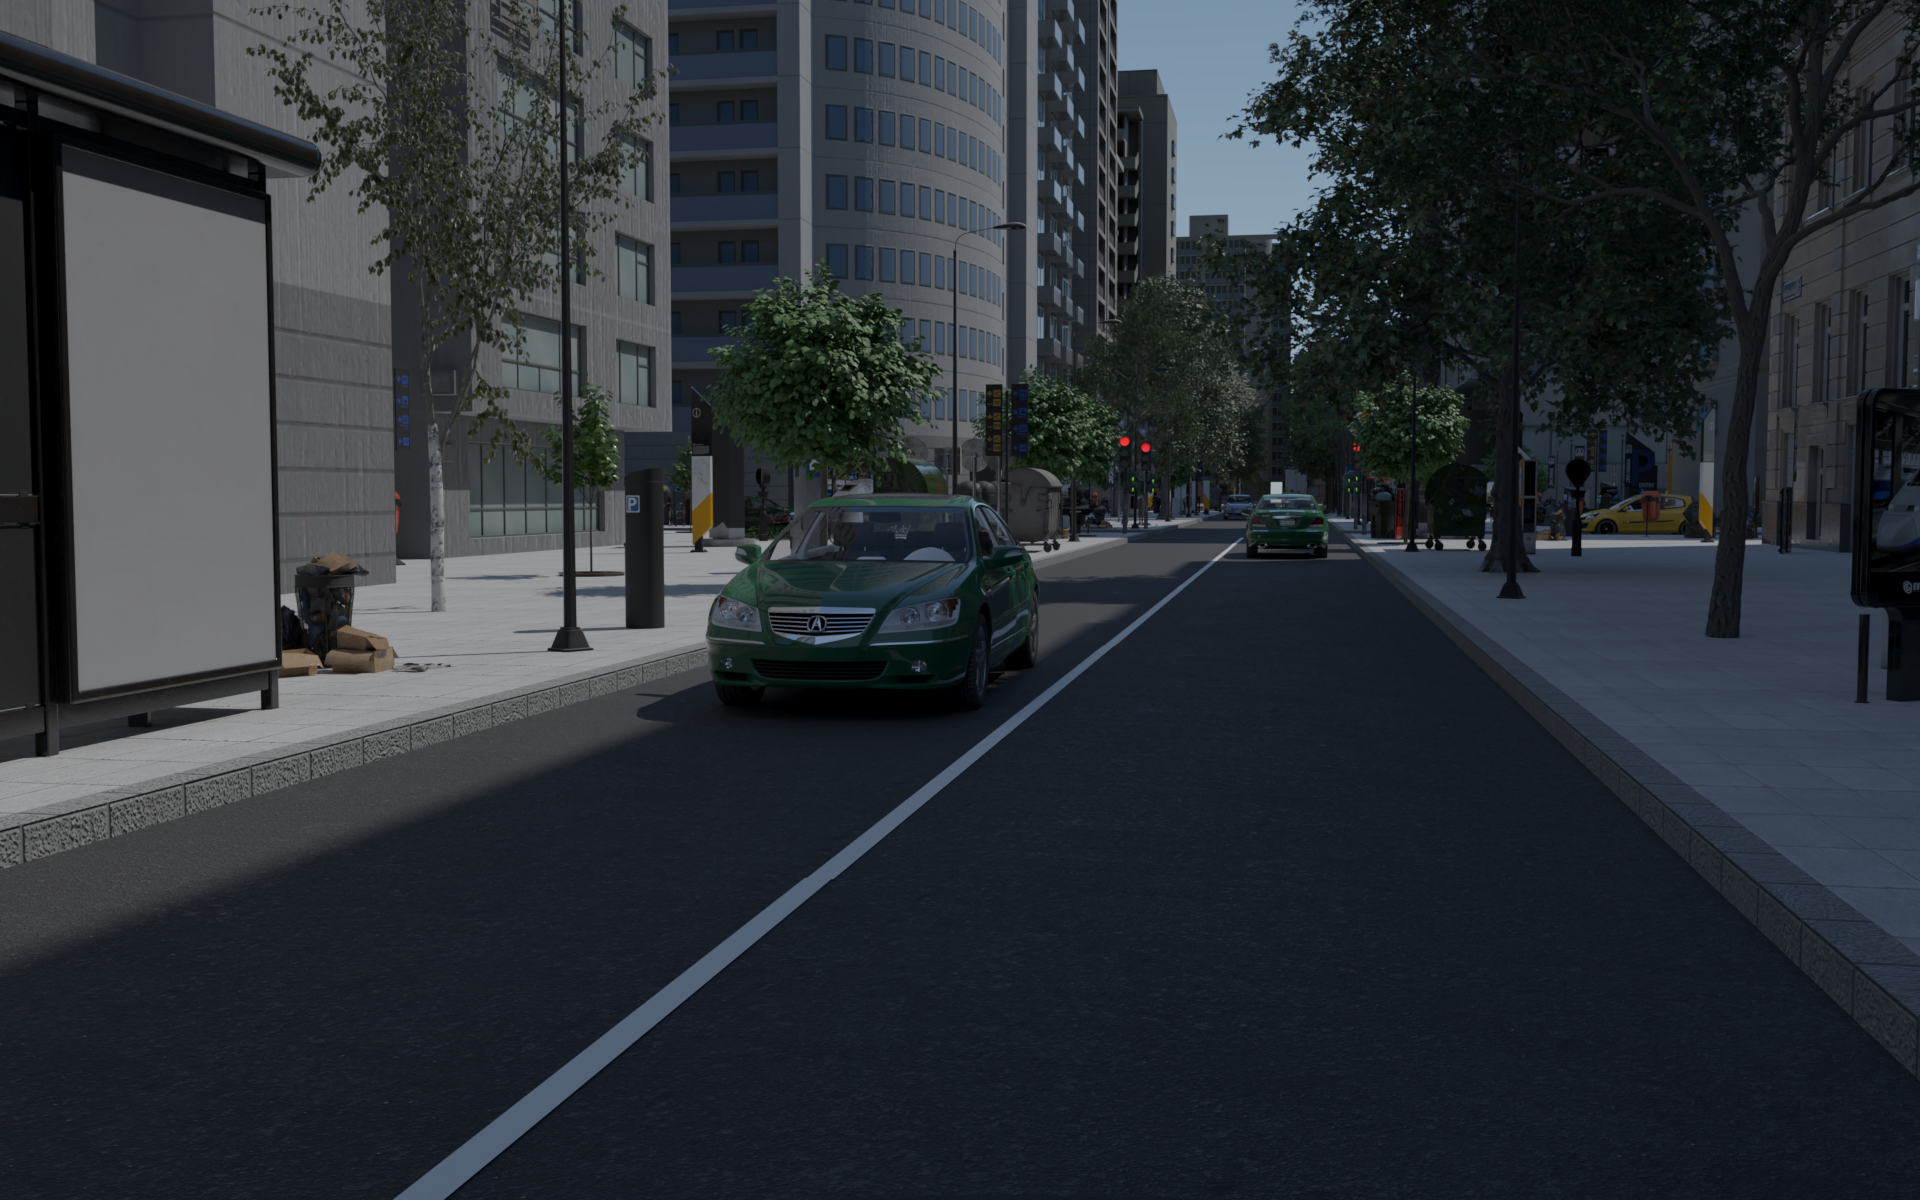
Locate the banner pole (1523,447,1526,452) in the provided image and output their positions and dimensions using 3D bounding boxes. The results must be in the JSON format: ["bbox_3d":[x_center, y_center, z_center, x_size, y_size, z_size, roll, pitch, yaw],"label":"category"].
[{"bbox_3d":[30.069,-6.263,92.424,0.401,3.779,0.863,2,4,25],"label":"banner pole"}]

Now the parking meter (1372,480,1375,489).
[{"bbox_3d":[17.066,-3.983,70.833,0.399,1.863,0.255,-3,5,-42],"label":"parking meter"}]

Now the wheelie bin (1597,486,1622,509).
[{"bbox_3d":[25.607,-3.689,68.223,0.980,1.594,0.693,0,4,-8],"label":"wheelie bin"}]

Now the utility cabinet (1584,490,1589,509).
[{"bbox_3d":[36.674,-5.689,101.692,0.318,1.500,1.173,1,4,11],"label":"utility cabinet"}]

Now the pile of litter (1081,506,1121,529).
[{"bbox_3d":[5.122,-3.056,63.929,1.719,0.858,1.176,3,4,36],"label":"pile of litter"}]

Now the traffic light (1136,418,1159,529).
[{"bbox_3d":[6.872,-4.576,63.740,0.839,4.253,0.868,1,4,11],"label":"traffic light"}]

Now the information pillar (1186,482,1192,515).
[{"bbox_3d":[13.809,-6.120,104.555,0.304,2.012,0.304,1,4,23],"label":"information pillar"}]

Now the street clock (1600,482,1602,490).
[{"bbox_3d":[39.017,-6.153,105.164,0.358,2.002,0.471,0,4,6],"label":"street clock"}]

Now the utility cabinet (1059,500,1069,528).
[{"bbox_3d":[3.734,-3.321,65.457,1.020,1.237,0.306,1,4,13],"label":"utility cabinet"}]

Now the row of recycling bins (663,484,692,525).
[{"bbox_3d":[-11.070,-3.928,71.330,3.534,1.692,1.069,1,4,18],"label":"row of recycling bins"}]

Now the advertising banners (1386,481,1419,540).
[{"bbox_3d":[12.281,-3.189,48.329,0.090,3.025,2.074,3,5,42],"label":"advertising banners"}]

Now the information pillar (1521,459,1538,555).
[{"bbox_3d":[12.076,-1.975,36.781,0.304,2.012,0.304,1,4,12],"label":"information pillar"}]

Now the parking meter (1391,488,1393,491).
[{"bbox_3d":[17.243,-3.752,69.753,0.372,1.533,0.369,0,3,0],"label":"parking meter"}]

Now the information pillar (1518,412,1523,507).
[{"bbox_3d":[13.333,-3.083,41.765,0.504,3.616,0.183,-2,4,-27],"label":"information pillar"}]

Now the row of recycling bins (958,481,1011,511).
[{"bbox_3d":[0.895,-2.947,55.292,1.069,1.692,3.534,2,4,26],"label":"row of recycling bins"}]

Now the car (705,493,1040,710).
[{"bbox_3d":[-0.494,-0.082,13.146,2.131,1.459,4.920,1,4,10],"label":"car"}]

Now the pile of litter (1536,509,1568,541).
[{"bbox_3d":[16.279,-2.079,47.957,1.176,0.858,1.719,2,4,31],"label":"pile of litter"}]

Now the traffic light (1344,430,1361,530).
[{"bbox_3d":[14.249,-4.490,62.328,0.839,4.253,0.868,1,4,11],"label":"traffic light"}]

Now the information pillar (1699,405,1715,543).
[{"bbox_3d":[19.694,-3.321,45.646,0.504,3.616,0.183,-2,4,-33],"label":"information pillar"}]

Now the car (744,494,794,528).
[{"bbox_3d":[-7.484,-3.249,62.908,4.222,1.686,2.009,1,4,10],"label":"car"}]

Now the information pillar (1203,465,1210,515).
[{"bbox_3d":[15.082,-7.005,105.889,0.504,3.616,0.183,-3,5,-42],"label":"information pillar"}]

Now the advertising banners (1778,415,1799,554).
[{"bbox_3d":[18.114,-2.546,37.818,0.090,3.025,2.074,2,4,34],"label":"advertising banners"}]

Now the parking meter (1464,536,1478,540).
[{"bbox_3d":[14.391,-2.633,48.760,0.399,1.863,0.255,1,4,10],"label":"parking meter"}]

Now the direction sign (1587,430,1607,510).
[{"bbox_3d":[22.408,-4.220,60.997,0.876,3.537,0.379,-1,4,-23],"label":"direction sign"}]

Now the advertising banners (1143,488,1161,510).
[{"bbox_3d":[15.344,-8.626,137.229,2.074,3.025,0.090,-1,4,-23],"label":"advertising banners"}]

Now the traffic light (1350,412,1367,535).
[{"bbox_3d":[12.726,-4.010,54.489,0.839,4.253,0.868,1,4,11],"label":"traffic light"}]

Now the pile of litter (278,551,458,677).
[{"bbox_3d":[-4.636,0.083,12.601,1.719,0.858,1.176,1,4,9],"label":"pile of litter"}]

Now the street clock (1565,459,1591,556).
[{"bbox_3d":[12.707,-1.900,35.643,0.471,2.002,0.358,2,4,28],"label":"street clock"}]

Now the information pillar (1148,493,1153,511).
[{"bbox_3d":[14.027,-8.353,127.931,0.504,3.616,0.183,1,4,13],"label":"information pillar"}]

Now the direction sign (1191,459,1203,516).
[{"bbox_3d":[14.125,-6.808,103.305,0.379,3.537,0.876,-3,4,-39],"label":"direction sign"}]

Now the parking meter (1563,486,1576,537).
[{"bbox_3d":[18.373,-2.676,52.161,0.372,1.533,0.369,0,3,0],"label":"parking meter"}]

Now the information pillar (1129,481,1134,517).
[{"bbox_3d":[9.585,-5.655,96.951,0.304,2.012,0.304,-1,4,-19],"label":"information pillar"}]

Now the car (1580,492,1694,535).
[{"bbox_3d":[22.506,-2.878,57.282,3.980,1.641,2.015,1,4,11],"label":"car"}]

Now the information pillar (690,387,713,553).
[{"bbox_3d":[-5.665,-2.850,37.948,0.504,3.616,0.183,1,4,23],"label":"information pillar"}]

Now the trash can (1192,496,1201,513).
[{"bbox_3d":[15.885,-6.426,116.718,0.748,1.137,0.748,0,3,0],"label":"trash can"}]

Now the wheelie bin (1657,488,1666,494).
[{"bbox_3d":[35.803,-4.945,88.763,0.980,1.594,0.693,2,4,35],"label":"wheelie bin"}]

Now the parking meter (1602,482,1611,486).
[{"bbox_3d":[31.579,-4.824,84.587,0.399,1.863,0.255,3,4,38],"label":"parking meter"}]

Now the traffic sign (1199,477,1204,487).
[{"bbox_3d":[17.833,-7.727,126.438,0.768,2.556,0.104,1,4,17],"label":"traffic sign"}]

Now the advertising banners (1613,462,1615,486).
[{"bbox_3d":[36.374,-6.102,95.958,0.090,3.025,2.074,2,4,31],"label":"advertising banners"}]

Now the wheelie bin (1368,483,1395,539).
[{"bbox_3d":[12.197,-2.573,49.971,0.693,1.594,0.980,-1,4,-14],"label":"wheelie bin"}]

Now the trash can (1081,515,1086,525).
[{"bbox_3d":[4.722,-3.517,69.159,0.748,1.137,0.748,0,3,0],"label":"trash can"}]

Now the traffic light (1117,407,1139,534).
[{"bbox_3d":[5.349,-4.097,55.901,0.839,4.253,0.868,1,4,11],"label":"traffic light"}]

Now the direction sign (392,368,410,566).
[{"bbox_3d":[-10.190,-2.393,31.118,0.379,3.537,0.876,2,4,24],"label":"direction sign"}]

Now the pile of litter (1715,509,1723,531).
[{"bbox_3d":[28.674,-3.068,64.123,1.176,0.858,1.719,1,4,11],"label":"pile of litter"}]

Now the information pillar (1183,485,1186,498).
[{"bbox_3d":[14.183,-7.170,108.580,0.504,3.616,0.183,3,4,37],"label":"information pillar"}]

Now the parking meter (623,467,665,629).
[{"bbox_3d":[-3.023,-0.500,16.588,0.372,1.533,0.369,0,3,0],"label":"parking meter"}]

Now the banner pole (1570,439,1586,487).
[{"bbox_3d":[27.967,-5.423,78.687,0.863,3.779,0.401,3,5,42],"label":"banner pole"}]

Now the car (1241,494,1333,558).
[{"bbox_3d":[7.596,-1.742,40.282,2.131,1.459,4.920,1,4,10],"label":"car"}]

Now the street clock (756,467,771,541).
[{"bbox_3d":[-5.350,-2.602,47.116,0.358,2.002,0.471,-2,4,-33],"label":"street clock"}]

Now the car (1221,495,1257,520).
[{"bbox_3d":[15.846,-5.276,98.266,2.014,1.417,4.499,1,4,9],"label":"car"}]

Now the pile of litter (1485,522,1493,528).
[{"bbox_3d":[20.438,-3.112,64.845,1.719,0.858,1.176,2,4,29],"label":"pile of litter"}]

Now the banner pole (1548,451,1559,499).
[{"bbox_3d":[34.289,-6.729,100.031,0.401,3.779,0.863,-2,4,-34],"label":"banner pole"}]

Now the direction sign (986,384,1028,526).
[{"bbox_3d":[0.964,-2.673,35.696,0.876,3.537,0.379,1,4,9],"label":"direction sign"}]
